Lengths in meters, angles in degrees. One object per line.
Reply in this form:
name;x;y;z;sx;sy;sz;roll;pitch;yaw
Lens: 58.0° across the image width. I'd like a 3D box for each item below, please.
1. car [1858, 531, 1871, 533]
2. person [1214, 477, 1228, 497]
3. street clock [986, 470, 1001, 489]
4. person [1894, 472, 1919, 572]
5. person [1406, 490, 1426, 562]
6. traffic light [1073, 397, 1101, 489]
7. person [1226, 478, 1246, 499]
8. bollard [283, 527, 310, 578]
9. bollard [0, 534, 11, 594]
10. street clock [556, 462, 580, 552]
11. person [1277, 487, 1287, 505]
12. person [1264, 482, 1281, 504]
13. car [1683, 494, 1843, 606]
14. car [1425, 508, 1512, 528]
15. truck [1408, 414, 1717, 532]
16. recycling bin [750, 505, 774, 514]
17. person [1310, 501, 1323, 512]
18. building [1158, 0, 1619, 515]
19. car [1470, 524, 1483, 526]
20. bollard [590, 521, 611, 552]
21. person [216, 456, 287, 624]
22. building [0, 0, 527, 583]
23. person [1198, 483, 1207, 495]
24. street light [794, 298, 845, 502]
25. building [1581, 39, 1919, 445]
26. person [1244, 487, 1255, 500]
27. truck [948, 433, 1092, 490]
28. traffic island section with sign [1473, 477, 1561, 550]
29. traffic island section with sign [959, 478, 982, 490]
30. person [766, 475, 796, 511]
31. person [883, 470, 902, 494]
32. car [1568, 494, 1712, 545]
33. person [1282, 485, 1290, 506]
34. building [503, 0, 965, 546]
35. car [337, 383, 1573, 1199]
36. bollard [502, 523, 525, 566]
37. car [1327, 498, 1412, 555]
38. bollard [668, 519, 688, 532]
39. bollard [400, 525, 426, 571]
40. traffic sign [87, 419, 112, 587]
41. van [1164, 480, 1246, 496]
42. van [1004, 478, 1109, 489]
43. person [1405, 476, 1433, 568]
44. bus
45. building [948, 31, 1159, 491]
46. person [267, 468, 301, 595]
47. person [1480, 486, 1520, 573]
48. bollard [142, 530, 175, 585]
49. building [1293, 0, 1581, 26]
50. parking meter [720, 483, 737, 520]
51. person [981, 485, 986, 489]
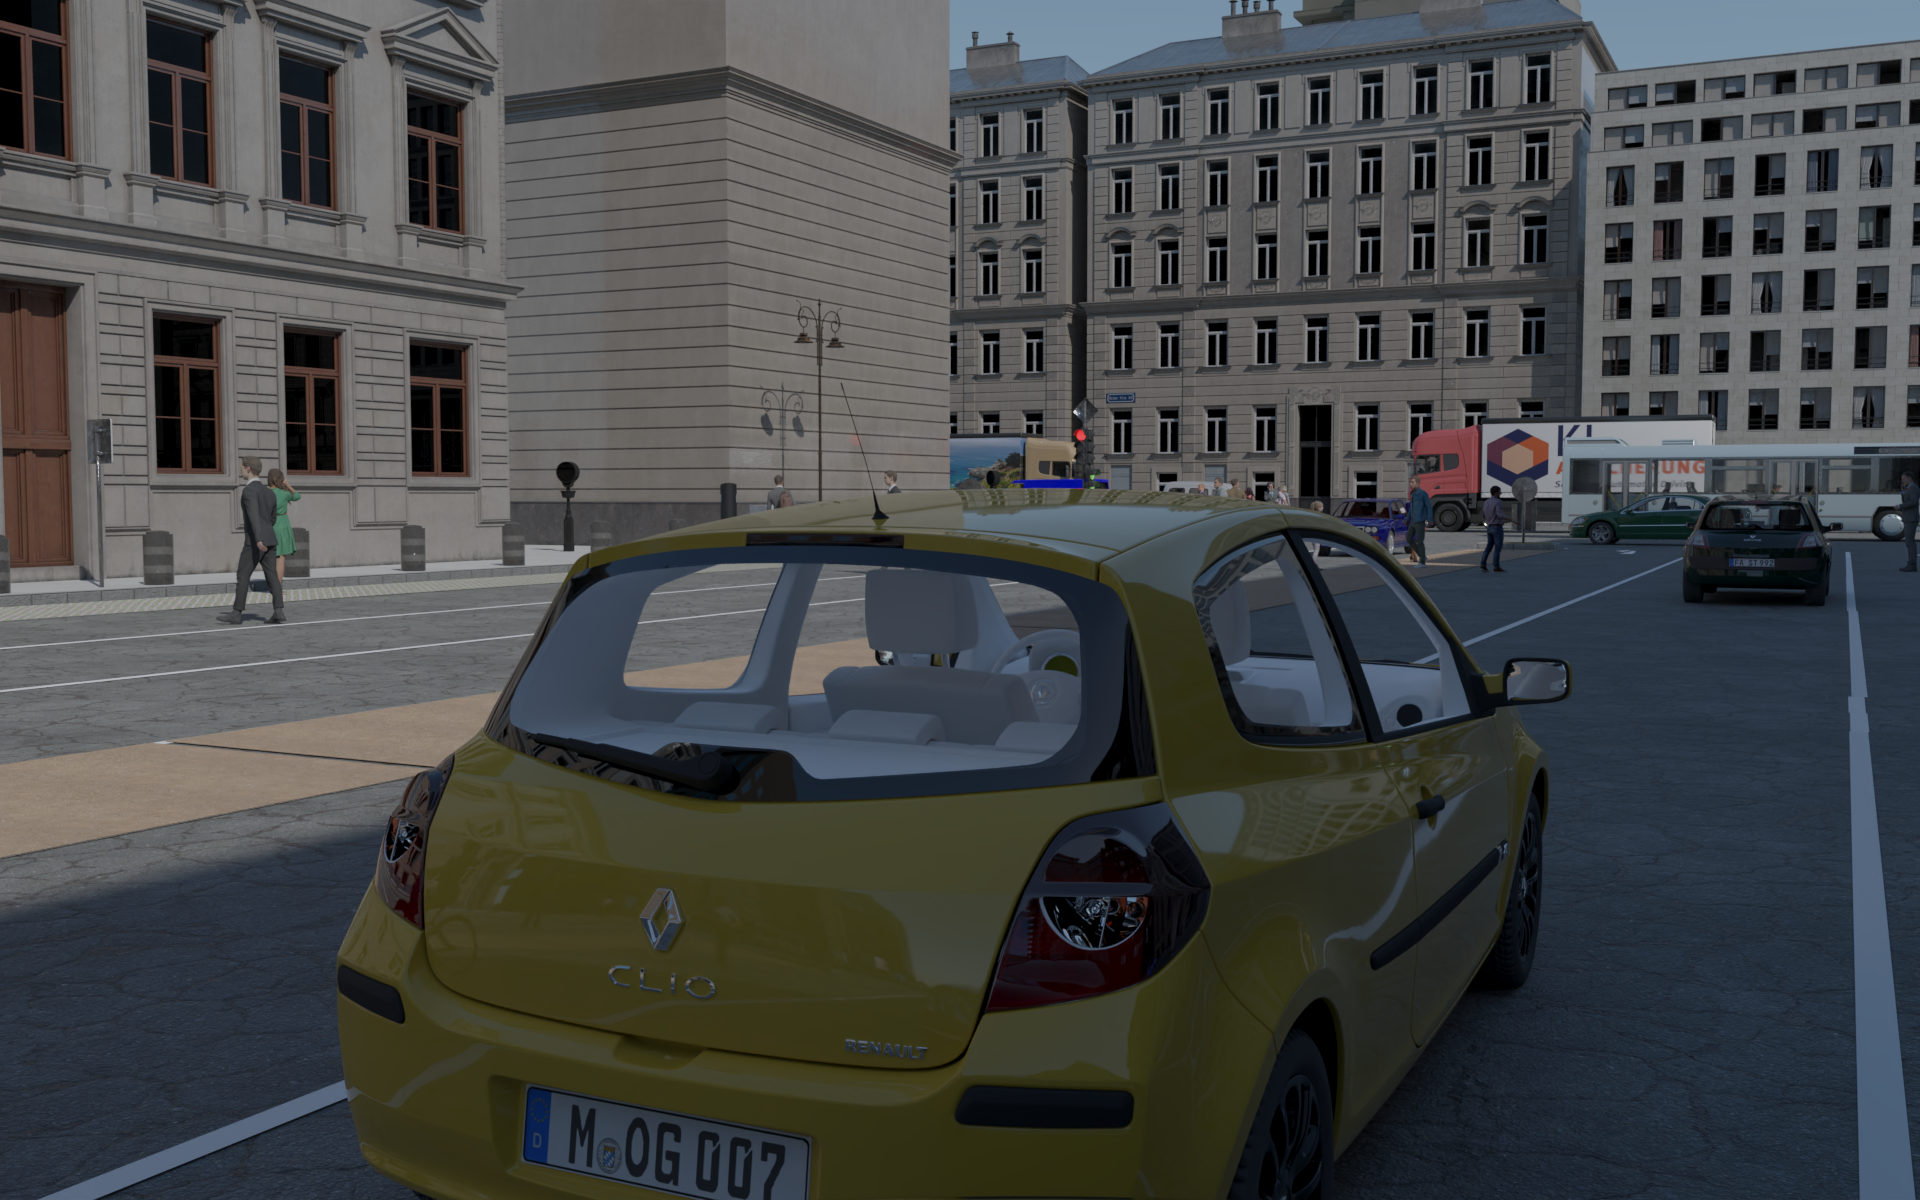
car;32.187;-3.384;64.372;4.494;1.783;2.155;2;4;27
person;5.826;-1.846;38.774;0.391;1.810;0.635;0;4;1
street clock;1.012;-2.939;52.618;0.358;2.002;0.471;-2;4;-33
person;17.589;-1.460;32.174;0.447;1.846;0.655;2;4;26
person;9.599;-1.555;36.292;0.453;1.535;0.546;-2;4;-31
traffic light;3.628;-3.751;50.257;0.839;4.253;0.868;2;4;27
person;7.128;-2.211;44.560;0.656;1.842;0.836;-2;4;-33
bollard;-10.240;-0.734;26.710;0.404;0.777;0.398;0;3;0
bollard;-12.474;-0.466;22.328;0.404;0.777;0.398;0;3;0
street clock;-8.733;-2.083;38.621;0.471;2.002;0.358;1;4;11
person;11.821;-3.327;63.835;0.436;1.711;0.756;-2;4;-28
person;10.664;-3.094;58.895;0.655;1.846;0.447;0;4;-4
car;10.993;-0.856;23.782;2.009;1.686;4.222;2;4;27
car;21.017;-3.907;72.677;4.718;1.807;1.959;2;4;27
truck;21.809;-4.604;64.184;11.283;4.237;2.839;2;4;25
recycling bin;-4.349;-1.668;39.830;0.722;1.027;0.722;-3;5;-43
person;6.621;-1.185;32.162;0.394;1.301;0.425;-2;4;-30
building;19.875;-17.849;89.096;25.104;27.353;12.463;2;4;27
car;21.944;-4.020;78.093;4.827;1.381;2.083;2;4;28
bollard;-6.897;-1.133;33.249;0.404;0.777;0.398;0;3;0
person;-7.800;-0.659;19.056;0.755;1.850;0.659;1;4;11
building;-17.754;-11.665;26.886;11.583;22.565;21.152;2;4;27
person;7.321;-2.680;52.863;0.434;1.755;0.990;-1;4;-19
street light;-3.321;-4.177;41.088;0.468;5.910;1.993;2;4;27
building;37.700;-13.660;78.098;16.860;20.320;10.420;2;4;27
person;8.765;-2.640;53.132;0.593;1.643;0.415;1;4;10
truck;1.315;-5.639;81.110;11.283;4.237;2.839;2;4;26
traffic island section with sign;14.578;-2.260;45.093;2.006;1.907;1.989;2;4;27
traffic island section with sign;0.010;-2.079;42.624;1.989;1.847;2.006;2;4;27
person;-3.743;-1.698;36.224;0.622;1.834;0.822;0;4;-8
person;-1.201;-1.355;30.426;0.755;1.850;0.659;0;4;-4
car;19.737;-2.265;48.823;4.920;1.459;2.131;2;4;29
person;13.743;-3.991;73.934;0.709;1.800;0.728;3;5;43
building;-13.581;-15.502;50.717;25.104;27.353;12.463;2;4;27
car;0.402;0.360;4.343;2.015;1.641;3.980;2;4;26
bollard;-8.012;-1.000;31.070;0.404;0.777;0.398;0;3;0
car;9.591;-1.722;40.734;1.945;1.354;3.894;2;4;27
bollard;-5.774;-1.268;35.450;0.404;0.777;0.398;0;3;0
bollard;-9.123;-0.867;28.888;0.404;0.777;0.398;0;3;0
traffic sign;-11.781;-1.320;23.715;0.606;2.300;0.079;2;4;34
van;8.627;-3.027;56.508;4.112;2.044;2.013;2;4;28
van;3.520;-4.086;71.192;5.245;2.365;2.240;2;4;28
person;8.877;-1.505;33.449;0.444;1.785;0.601;-1;4;-12
bus;25.958;-3.631;54.222;13.247;3.499;2.948;2;4;26
building;-2.701;-18.548;100.530;25.104;27.353;12.463;2;4;27
person;-9.655;-0.961;24.457;0.600;1.795;0.529;0;4;-6
person;9.732;-1.284;31.457;0.435;1.587;0.963;-2;4;-23
bollard;-11.350;-0.600;24.523;0.404;0.777;0.398;0;3;0
building;41.295;-32.289;151.630;21.300;48.544;21.600;2;4;27
parking meter;-5.223;-1.877;39.107;0.372;1.533;0.369;0;3;0
person;1.019;-3.982;73.734;0.434;1.807;0.598;3;4;36
